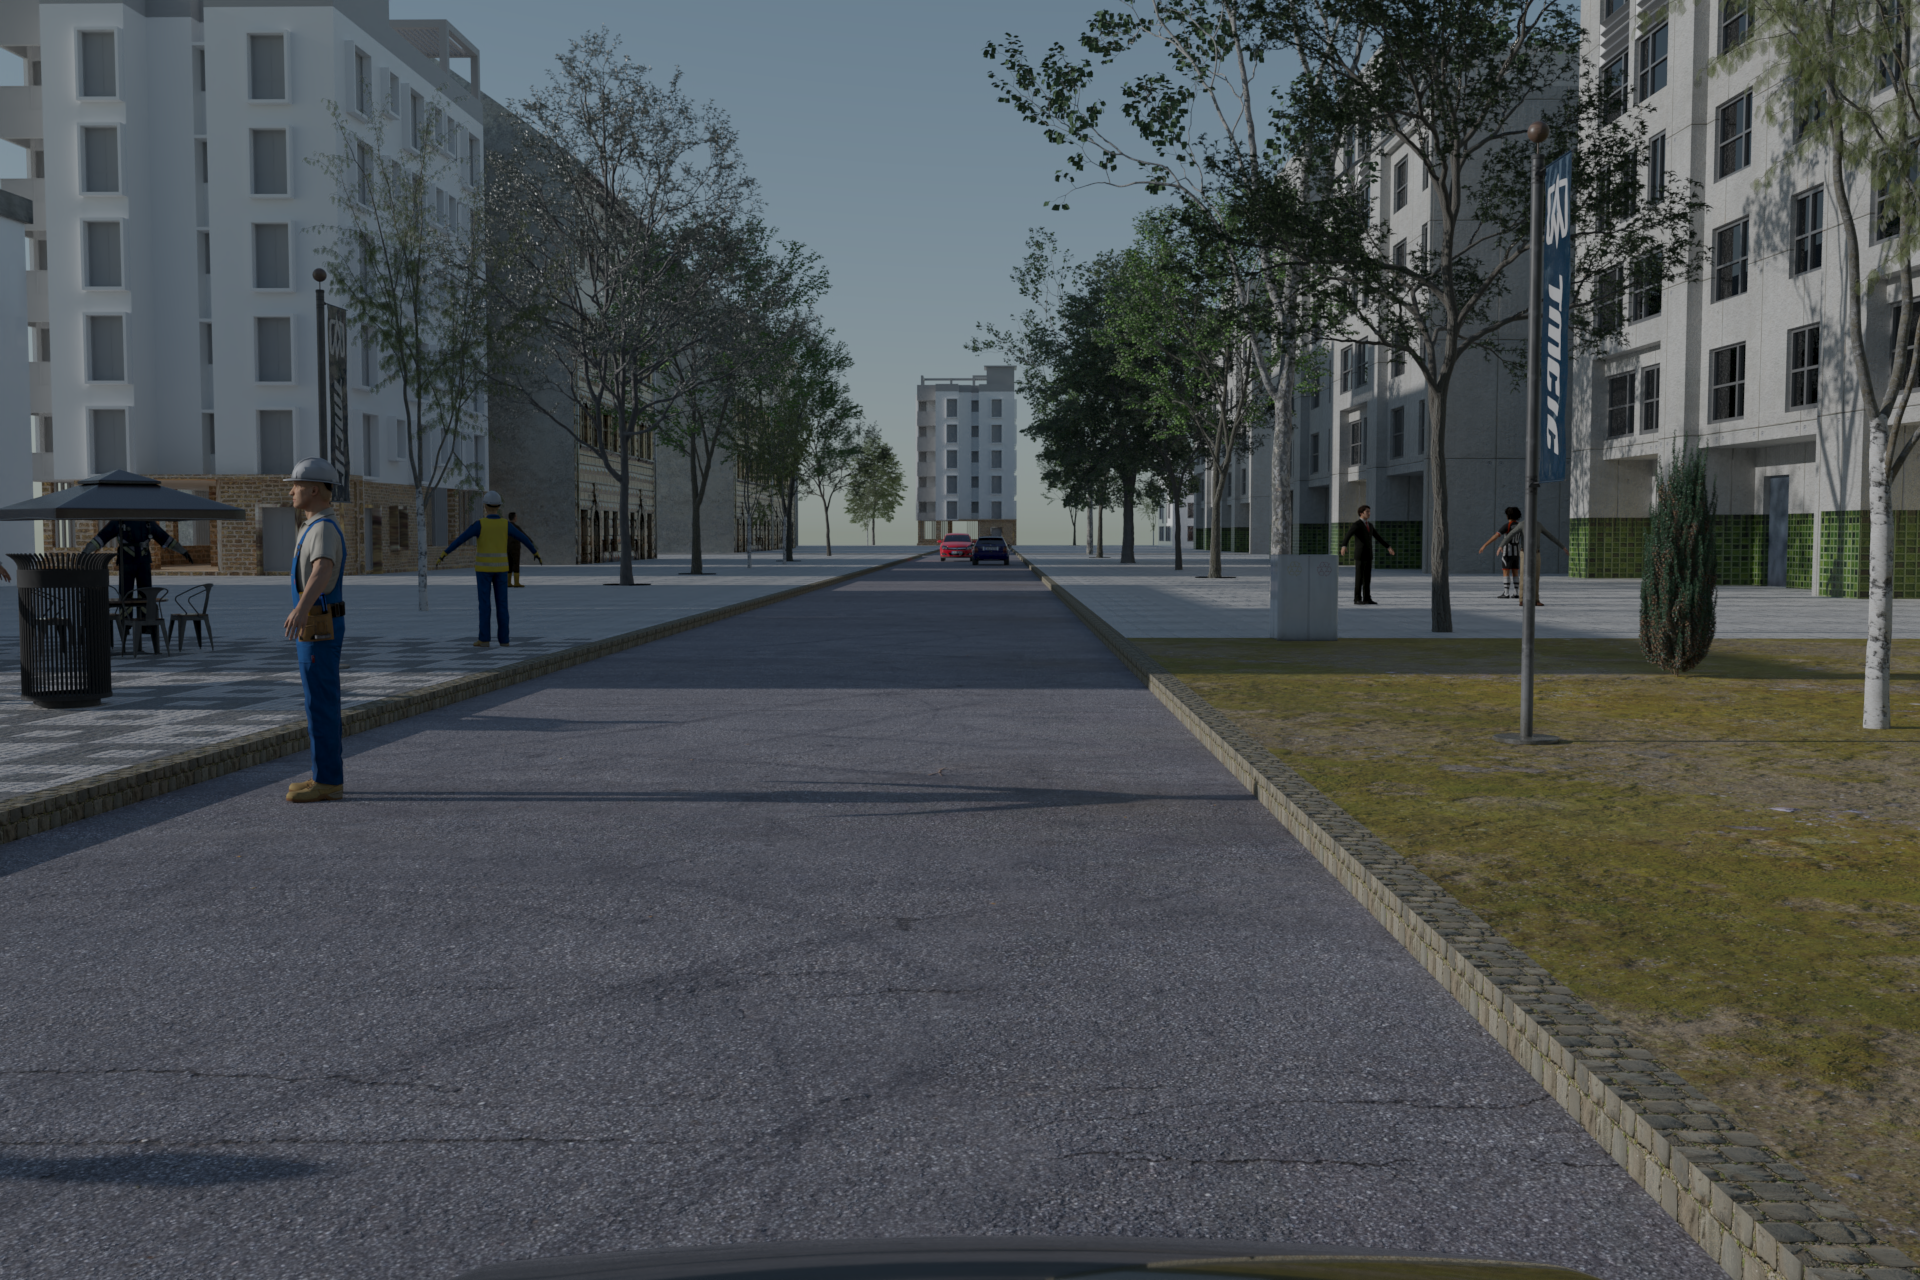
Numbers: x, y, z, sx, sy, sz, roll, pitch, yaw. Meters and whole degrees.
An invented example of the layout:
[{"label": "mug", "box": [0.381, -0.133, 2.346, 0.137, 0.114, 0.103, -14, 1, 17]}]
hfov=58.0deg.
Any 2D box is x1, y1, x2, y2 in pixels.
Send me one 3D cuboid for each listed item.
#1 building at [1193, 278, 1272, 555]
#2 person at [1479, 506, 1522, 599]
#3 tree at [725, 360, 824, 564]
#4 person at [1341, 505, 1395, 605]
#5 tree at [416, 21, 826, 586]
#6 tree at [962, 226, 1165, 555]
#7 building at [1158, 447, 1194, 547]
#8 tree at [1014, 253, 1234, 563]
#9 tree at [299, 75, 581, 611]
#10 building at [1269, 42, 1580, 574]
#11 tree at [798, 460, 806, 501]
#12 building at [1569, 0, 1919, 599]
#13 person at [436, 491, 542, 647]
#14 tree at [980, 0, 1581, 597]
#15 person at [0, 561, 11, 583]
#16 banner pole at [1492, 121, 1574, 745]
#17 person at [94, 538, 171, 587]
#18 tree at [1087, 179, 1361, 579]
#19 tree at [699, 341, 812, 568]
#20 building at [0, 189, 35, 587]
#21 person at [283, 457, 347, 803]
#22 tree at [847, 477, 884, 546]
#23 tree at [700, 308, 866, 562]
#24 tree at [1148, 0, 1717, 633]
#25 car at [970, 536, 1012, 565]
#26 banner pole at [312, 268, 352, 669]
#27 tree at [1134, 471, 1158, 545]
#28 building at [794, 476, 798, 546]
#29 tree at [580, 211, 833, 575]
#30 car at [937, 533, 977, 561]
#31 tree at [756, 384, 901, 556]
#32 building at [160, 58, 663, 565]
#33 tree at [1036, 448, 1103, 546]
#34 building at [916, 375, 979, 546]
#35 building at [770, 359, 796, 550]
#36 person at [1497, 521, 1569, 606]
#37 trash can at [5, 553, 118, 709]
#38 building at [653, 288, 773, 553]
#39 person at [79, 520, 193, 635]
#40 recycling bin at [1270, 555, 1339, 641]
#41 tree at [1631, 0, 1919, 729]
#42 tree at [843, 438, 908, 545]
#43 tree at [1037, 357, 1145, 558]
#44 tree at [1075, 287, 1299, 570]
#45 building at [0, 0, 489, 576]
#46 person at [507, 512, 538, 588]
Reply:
[{"label": "building", "box": [27.625, -16.019, 128.374, 16.747, 18.905, 31.486, 0, 4, 1]}, {"label": "person", "box": [10.928, -1.728, 34.393, 1.345, 1.843, 0.704, -1, 4, -21]}, {"label": "tree", "box": [-7.599, -7.528, 73.442, 4.737, 8.622, 4.395, 0, 3, 0]}, {"label": "person", "box": [7.366, -1.548, 31.499, 1.347, 1.806, 0.705, -2, 4, -35]}, {"label": "tree", "box": [-8.449, -8.097, 42.755, 12.009, 13.543, 11.850, 0, 3, 0]}, {"label": "tree", "box": [7.036, -15.389, 107.497, 12.611, 20.169, 13.585, 0, 3, 0]}, {"label": "building", "box": [24.829, -13.709, 166.284, 9.099, 9.664, 28.070, 0, 4, 1]}, {"label": "tree", "box": [7.333, -10.380, 76.369, 9.857, 13.997, 8.962, 0, 3, 0]}, {"label": "tree", "box": [-9.152, -4.793, 28.730, 4.360, 8.622, 3.978, 0, 3, 0]}, {"label": "building", "box": [23.709, -12.516, 71.088, 16.747, 18.905, 31.486, 0, 4, 1]}, {"label": "tree", "box": [-21.260, -16.551, 196.366, 9.928, 11.665, 9.643, 0, 3, 0]}, {"label": "building", "box": [26.127, -10.312, 35.062, 16.747, 18.905, 31.486, 0, 4, 1]}, {"label": "person", "box": [-5.366, -0.816, 19.805, 1.216, 1.772, 0.721, -2, 4, -31]}, {"label": "tree", "box": [6.819, -11.005, 35.828, 12.611, 20.169, 13.585, 0, 3, 0]}, {"label": "person", "box": [-7.816, -0.427, 13.160, 0.705, 1.806, 1.347, 1, 4, 14]}, {"label": "banner pole", "box": [3.504, -1.246, 10.384, 0.401, 3.779, 0.863, 0, 4, 1]}, {"label": "person", "box": [-14.591, -1.457, 30.548, 1.216, 1.740, 0.721, -2, 4, -25]}, {"label": "tree", "box": [7.583, -7.596, 49.955, 9.928, 11.665, 9.643, 0, 3, 0]}, {"label": "tree", "box": [-8.099, -6.978, 64.450, 4.360, 8.622, 3.978, 0, 3, 0]}, {"label": "building", "box": [-24.217, -5.359, 29.765, 9.099, 9.664, 28.070, 0, 4, 1]}, {"label": "person", "box": [-3.507, -0.066, 9.396, 0.705, 1.847, 1.347, -1, 4, -19]}, {"label": "tree", "box": [-10.069, -14.834, 192.896, 4.360, 8.622, 3.978, 0, 3, 0]}, {"label": "tree", "box": [-8.112, -9.476, 80.696, 9.928, 11.665, 9.643, 0, 3, 0]}, {"label": "tree", "box": [5.973, -5.377, 22.321, 7.601, 10.594, 8.767, -1, 4, -11]}, {"label": "car", "box": [1.449, -4.175, 80.835, 1.945, 1.354, 3.894, 0, 4, 2]}, {"label": "banner pole", "box": [-6.019, -1.629, 16.645, 0.401, 3.779, 0.863, 0, 4, 2]}, {"label": "tree", "box": [22.031, -14.958, 194.933, 4.360, 8.622, 3.978, 0, 3, 0]}, {"label": "building", "box": [-26.129, -18.689, 172.021, 16.747, 18.905, 31.486, 0, 4, 1]}, {"label": "tree", "box": [-8.188, -7.878, 54.567, 9.928, 11.665, 9.643, 0, 3, 0]}, {"label": "car", "box": [-0.131, -5.079, 92.085, 2.155, 1.783, 4.494, 0, 4, 1]}, {"label": "tree", "box": [-7.649, -10.182, 100.881, 8.767, 10.594, 7.601, -1, 4, -9]}, {"label": "building", "box": [-25.013, -15.241, 80.112, 19.493, 23.208, 18.063, 0, 4, 0]}, {"label": "tree", "box": [12.569, -16.281, 191.945, 9.928, 11.665, 9.643, 0, 3, 0]}, {"label": "building", "box": [-4.712, -20.822, 199.311, 11.380, 20.090, 16.016, 0, 4, 7]}, {"label": "building", "box": [-24.055, -19.252, 145.700, 19.493, 23.208, 18.063, 0, 4, 0]}, {"label": "person", "box": [10.148, -1.499, 30.775, 1.348, 1.796, 0.705, 0, 4, -8]}, {"label": "trash can", "box": [-6.670, -0.077, 12.908, 0.748, 1.137, 0.748, 0, 3, 0]}, {"label": "building", "box": [-24.120, -18.012, 125.425, 19.493, 23.208, 18.063, 0, 4, 2]}, {"label": "person", "box": [-10.527, -0.998, 22.101, 1.354, 1.856, 0.705, -3, 4, -37]}, {"label": "recycling bin", "box": [4.187, -0.523, 21.101, 0.722, 1.027, 0.722, 0, 4, 2]}, {"label": "tree", "box": [6.100, -3.736, 11.441, 4.360, 8.622, 3.978, 0, 3, 0]}, {"label": "tree", "box": [-9.598, -17.239, 199.988, 7.486, 12.596, 7.792, 0, 3, 0]}, {"label": "tree", "box": [7.662, -10.208, 92.660, 9.928, 11.665, 9.643, 0, 3, 0]}, {"label": "tree", "box": [7.904, -7.779, 61.593, 8.767, 10.594, 7.601, 1, 4, 17]}, {"label": "building", "box": [-23.553, -12.119, 54.559, 16.016, 20.090, 11.380, 0, 4, 0]}, {"label": "person", "box": [-10.704, -2.166, 41.552, 1.346, 1.812, 0.704, 2, 4, 28]}]
